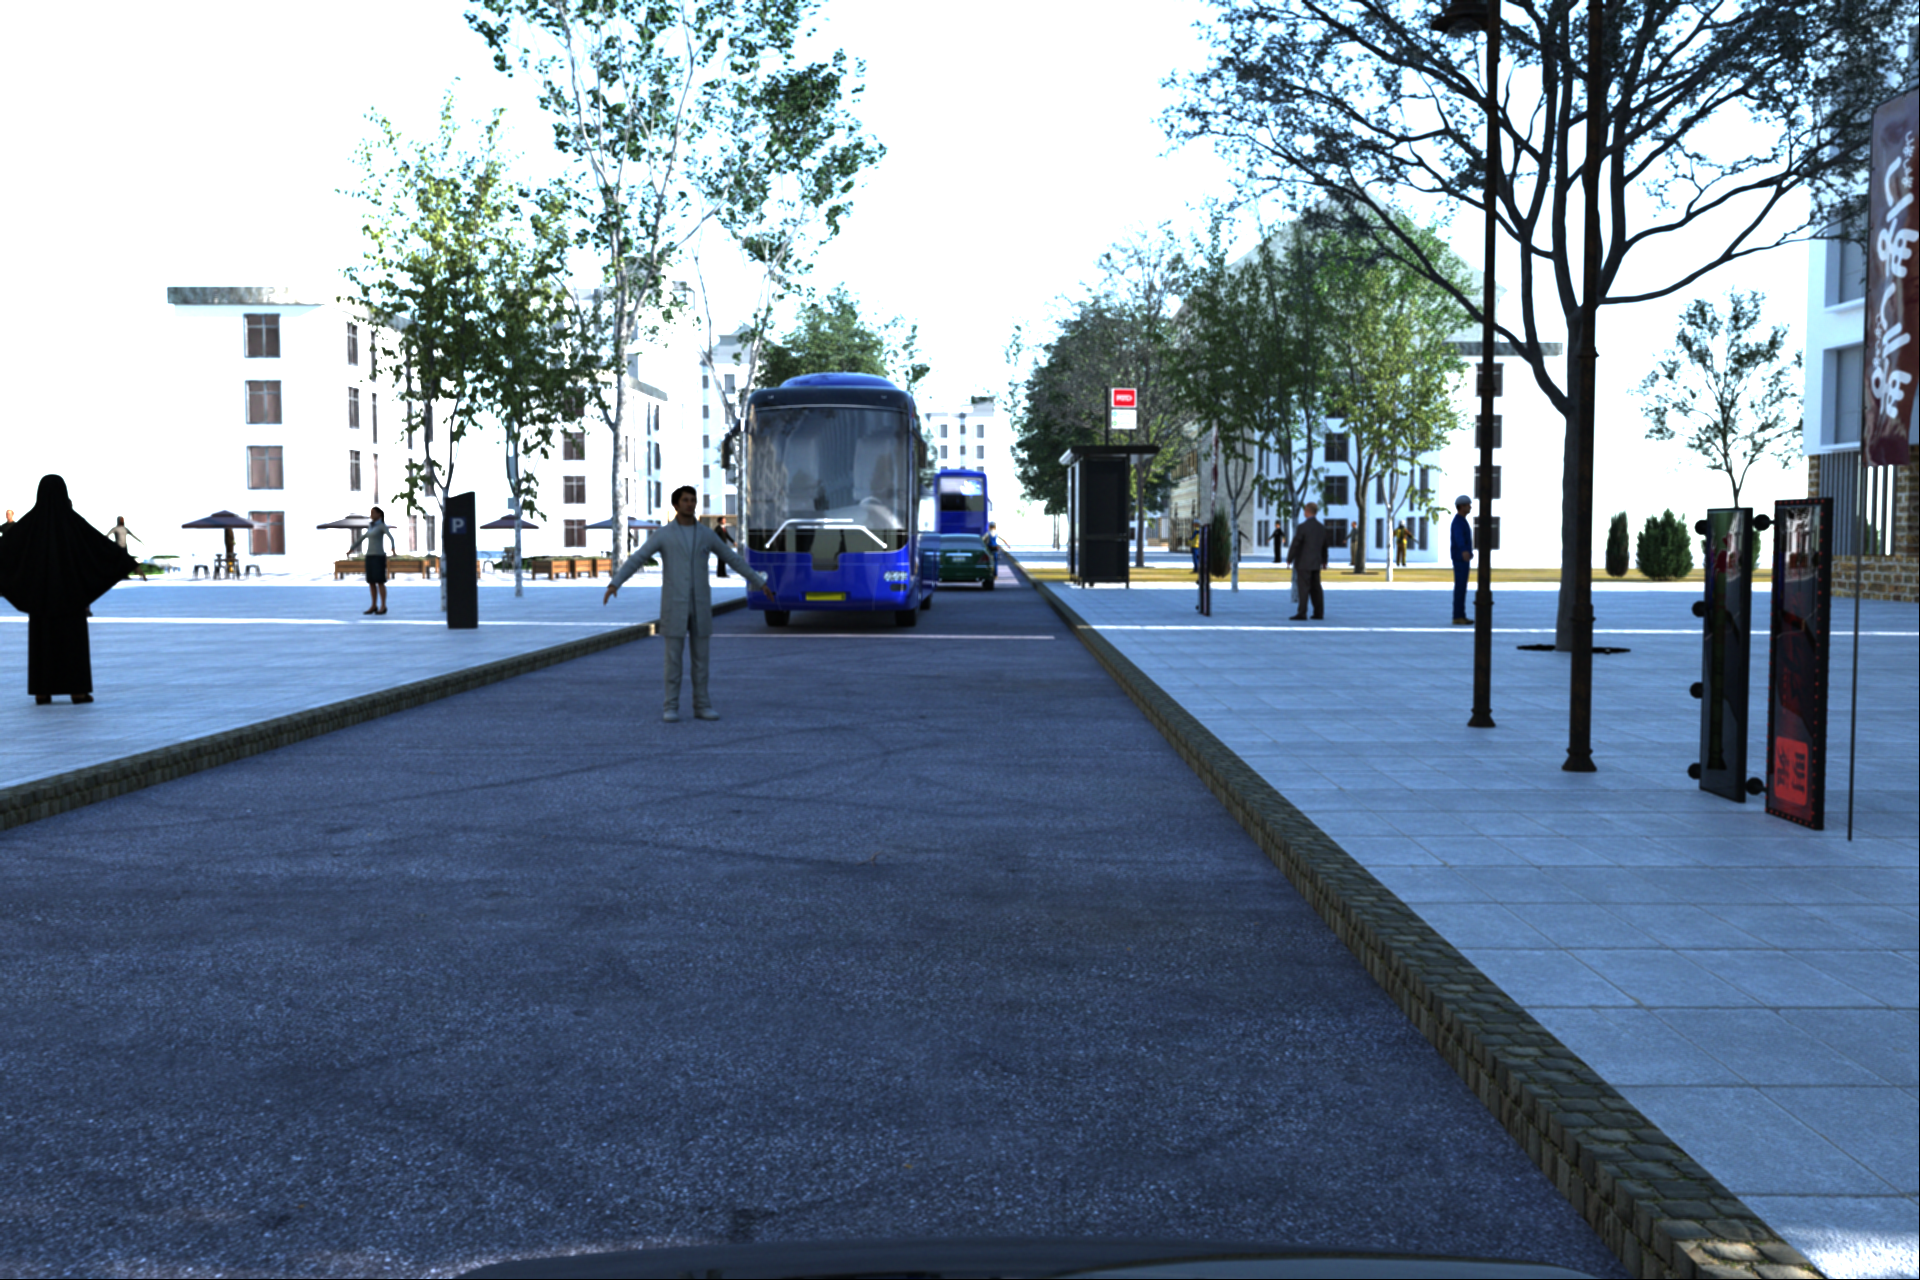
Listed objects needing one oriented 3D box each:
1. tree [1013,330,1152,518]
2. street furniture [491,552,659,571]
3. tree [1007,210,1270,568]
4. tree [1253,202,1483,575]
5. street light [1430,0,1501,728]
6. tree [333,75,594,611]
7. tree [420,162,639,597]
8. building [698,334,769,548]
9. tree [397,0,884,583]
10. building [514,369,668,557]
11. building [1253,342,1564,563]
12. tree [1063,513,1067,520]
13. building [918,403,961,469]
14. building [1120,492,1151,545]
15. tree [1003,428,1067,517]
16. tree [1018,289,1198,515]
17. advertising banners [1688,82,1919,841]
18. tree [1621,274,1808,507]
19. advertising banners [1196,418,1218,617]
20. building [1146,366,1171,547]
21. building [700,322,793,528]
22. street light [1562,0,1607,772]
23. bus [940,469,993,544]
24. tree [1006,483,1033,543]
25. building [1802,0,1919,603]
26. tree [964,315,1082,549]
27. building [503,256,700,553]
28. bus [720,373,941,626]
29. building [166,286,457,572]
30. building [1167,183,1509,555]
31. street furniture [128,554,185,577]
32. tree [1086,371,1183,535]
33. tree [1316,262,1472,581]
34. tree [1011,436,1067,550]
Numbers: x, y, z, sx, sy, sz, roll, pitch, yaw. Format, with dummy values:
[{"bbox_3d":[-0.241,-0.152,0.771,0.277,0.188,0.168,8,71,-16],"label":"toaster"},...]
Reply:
[{"bbox_3d":[7.453,-12.068,103.972,9.857,13.997,8.962,0,3,0],"label":"tree"},{"bbox_3d":[-14.565,-3.063,65.705,5.734,0.657,10.072,0,4,-2],"label":"street furniture"},{"bbox_3d":[6.980,-9.534,66.255,12.009,13.543,11.850,0,3,0],"label":"tree"},{"bbox_3d":[12.857,-7.908,55.049,9.928,11.665,9.643,0,3,0],"label":"tree"},{"bbox_3d":[3.481,-2.361,11.383,0.468,5.910,1.993,0,4,1],"label":"street light"},{"bbox_3d":[-8.495,-4.803,28.889,4.737,8.622,4.395,0,3,0],"label":"tree"},{"bbox_3d":[-8.838,-5.202,35.407,4.737,8.622,4.395,0,3,0],"label":"tree"},{"bbox_3d":[-24.322,-18.857,164.728,16.016,20.090,11.380,0,3,0],"label":"building"},{"bbox_3d":[-8.446,-11.643,46.257,12.611,20.169,13.585,0,3,0],"label":"tree"},{"bbox_3d":[-21.767,-9.805,102.451,9.099,9.664,28.070,0,4,1],"label":"building"},{"bbox_3d":[21.862,-9.026,89.715,9.099,9.664,28.070,0,4,1],"label":"building"},{"bbox_3d":[16.658,-17.935,243.605,4.360,8.622,3.978,0,3,0],"label":"tree"},{"bbox_3d":[-5.992,-23.401,241.476,11.380,20.090,16.016,0,4,-1],"label":"building"},{"bbox_3d":[22.493,-16.064,204.796,9.099,9.664,28.070,0,4,1],"label":"building"},{"bbox_3d":[7.429,-11.333,119.708,8.767,10.594,7.601,-3,5,-43],"label":"tree"},{"bbox_3d":[7.906,-11.277,91.036,9.857,13.997,8.962,0,3,0],"label":"tree"},{"bbox_3d":[3.725,-0.702,7.670,0.090,3.025,2.074,0,4,1],"label":"advertising banners"},{"bbox_3d":[27.779,-7.768,61.418,8.767,10.594,7.601,2,4,27],"label":"tree"},{"bbox_3d":[3.878,-1.896,27.181,0.090,3.025,2.074,0,4,1],"label":"advertising banners"},{"bbox_3d":[24.699,-19.851,180.982,16.016,20.090,11.380,0,4,1],"label":"building"},{"bbox_3d":[-22.154,-21.921,189.328,19.493,23.208,18.063,0,4,0],"label":"building"},{"bbox_3d":[3.364,-2.229,9.230,0.468,5.910,1.993,0,4,1],"label":"street light"},{"bbox_3d":[-0.211,-4.453,64.355,2.896,3.916,12.251,0,4,1],"label":"bus"},{"bbox_3d":[9.093,-17.844,242.109,4.360,8.622,3.978,0,3,0],"label":"tree"},{"bbox_3d":[22.785,-10.860,33.976,16.016,20.090,11.380,0,4,1],"label":"building"},{"bbox_3d":[7.224,-18.025,150.603,12.611,20.169,13.585,0,3,0],"label":"tree"},{"bbox_3d":[-25.025,-16.070,119.159,16.016,20.090,11.380,0,4,1],"label":"building"},{"bbox_3d":[-1.783,-2.362,30.167,2.896,3.916,12.251,0,4,1],"label":"bus"},{"bbox_3d":[-25.934,-7.992,72.818,9.099,9.664,28.070,0,4,0],"label":"building"},{"bbox_3d":[24.348,-17.469,116.553,19.493,23.208,18.063,0,4,1],"label":"building"},{"bbox_3d":[-29.100,-2.290,53.073,10.072,0.657,5.734,0,4,2],"label":"street furniture"},{"bbox_3d":[7.499,-7.765,77.320,4.737,8.622,4.395,0,3,0],"label":"tree"},{"bbox_3d":[11.592,-5.878,46.462,4.737,8.622,4.395,0,3,0],"label":"tree"},{"bbox_3d":[7.575,-12.358,136.464,8.767,10.594,7.601,2,4,34],"label":"tree"}]
